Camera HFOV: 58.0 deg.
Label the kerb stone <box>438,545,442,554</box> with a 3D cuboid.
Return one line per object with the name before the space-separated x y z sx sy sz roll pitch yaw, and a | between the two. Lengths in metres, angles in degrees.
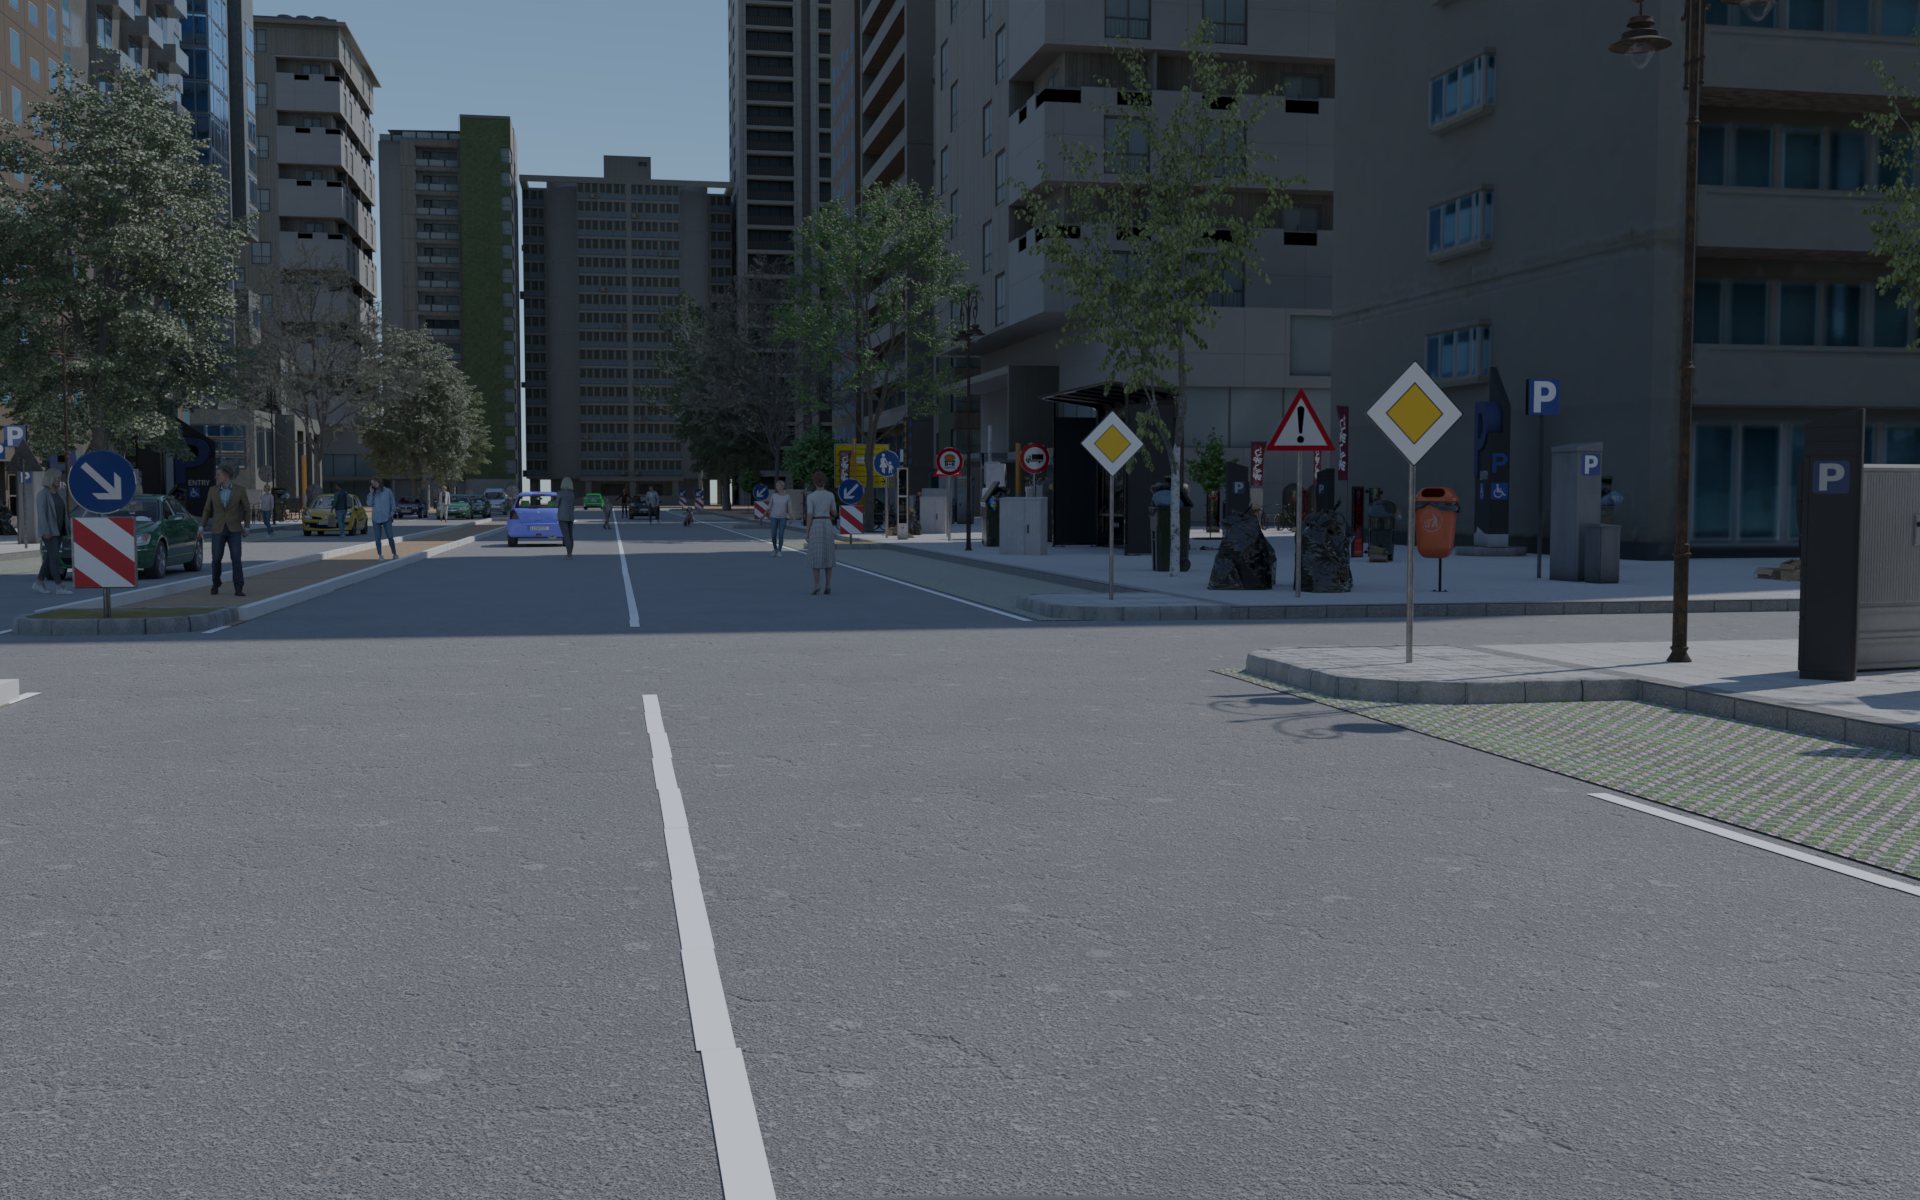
kerb stone | -12.476 -1.159 41.168 0.120 0.150 1.000 -1 4 -11

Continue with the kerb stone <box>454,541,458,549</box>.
kerb stone | -13.287 -1.402 45.208 0.120 0.150 1.000 -1 4 -11

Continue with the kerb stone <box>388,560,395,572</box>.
kerb stone | -10.645 -0.607 32.126 0.120 0.150 1.000 -1 4 -11

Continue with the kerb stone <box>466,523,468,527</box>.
kerb stone | -21.232 -3.159 73.926 0.120 0.150 1.000 -1 4 -11

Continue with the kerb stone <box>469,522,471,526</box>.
kerb stone | -21.636 -3.286 75.933 0.120 0.150 1.000 -1 4 -11

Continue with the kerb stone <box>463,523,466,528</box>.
kerb stone | -21.028 -3.100 72.911 0.120 0.150 1.000 -1 4 -11

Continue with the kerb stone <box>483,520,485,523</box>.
kerb stone | -23.264 -3.777 83.970 0.120 0.150 1.000 -1 4 -11

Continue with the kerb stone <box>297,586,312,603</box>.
kerb stone | -8.810 -0.050 23.070 0.120 0.150 1.000 -1 4 -11

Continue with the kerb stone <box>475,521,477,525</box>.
kerb stone | -22.250 -3.471 78.943 0.120 0.150 1.000 -1 4 -11

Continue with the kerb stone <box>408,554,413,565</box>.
kerb stone | -11.265 -0.790 35.154 0.120 0.150 1.000 -1 4 -11

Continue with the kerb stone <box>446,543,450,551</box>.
kerb stone | -12.883 -1.283 43.172 0.120 0.150 1.000 -1 4 -11

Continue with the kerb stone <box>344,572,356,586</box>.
kerb stone | -9.628 -0.299 27.086 0.120 0.150 1.000 -1 4 -11

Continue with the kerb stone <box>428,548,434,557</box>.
kerb stone | -12.060 -1.038 39.166 0.120 0.150 1.000 -1 4 -11

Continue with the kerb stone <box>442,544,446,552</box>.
kerb stone | -12.679 -1.222 42.170 0.120 0.150 1.000 -1 4 -11

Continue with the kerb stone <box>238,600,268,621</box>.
kerb stone | -8.206 0.131 20.053 0.120 0.150 1.000 -1 4 -11

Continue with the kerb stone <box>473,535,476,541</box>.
kerb stone | -14.510 -1.776 51.243 0.120 0.150 1.000 -1 4 -11

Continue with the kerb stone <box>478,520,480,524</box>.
kerb stone | -22.652 -3.594 80.955 0.120 0.150 1.000 -1 4 -11

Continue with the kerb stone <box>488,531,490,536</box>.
kerb stone | -15.724 -2.146 57.289 0.120 0.150 1.000 -1 4 -11

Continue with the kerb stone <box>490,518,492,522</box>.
kerb stone | -24.284 -4.085 88.993 0.120 0.150 1.000 -1 4 -11

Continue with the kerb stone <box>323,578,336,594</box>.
kerb stone | -9.212 -0.176 25.076 0.120 0.150 1.000 -1 4 -11

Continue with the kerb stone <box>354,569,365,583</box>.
kerb stone | -9.823 -0.361 28.090 0.120 0.150 1.000 -1 4 -11

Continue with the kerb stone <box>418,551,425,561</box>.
kerb stone | -11.659 -0.915 37.161 0.120 0.150 1.000 -1 4 -11

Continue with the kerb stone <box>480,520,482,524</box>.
kerb stone | -22.858 -3.651 81.957 0.120 0.150 1.000 -1 4 -11

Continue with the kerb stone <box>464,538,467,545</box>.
kerb stone | -13.894 -1.588 48.217 0.120 0.150 1.000 -1 4 -11

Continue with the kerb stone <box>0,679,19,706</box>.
kerb stone | -6.490 0.653 11.519 0.120 0.150 1.000 -1 4 -11

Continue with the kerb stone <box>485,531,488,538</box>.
kerb stone | -15.526 -2.084 56.269 0.120 0.150 1.000 -1 4 -11

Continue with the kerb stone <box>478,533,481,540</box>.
kerb stone | -14.912 -1.900 53.257 0.120 0.150 1.000 -1 4 -11

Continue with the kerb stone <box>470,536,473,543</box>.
kerb stone | -14.300 -1.715 50.235 0.120 0.150 1.000 -1 4 -11

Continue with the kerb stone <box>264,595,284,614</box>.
kerb stone | -8.410 0.071 21.055 0.120 0.150 1.000 -1 4 -11

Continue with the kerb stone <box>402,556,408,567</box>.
kerb stone | -11.049 -0.726 34.136 0.120 0.150 1.000 -1 4 -11

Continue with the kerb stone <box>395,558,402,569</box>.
kerb stone | -10.848 -0.669 33.132 0.120 0.150 1.000 -1 4 -11

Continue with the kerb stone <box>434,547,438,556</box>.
kerb stone | -12.268 -1.099 40.167 0.120 0.150 1.000 -1 4 -11

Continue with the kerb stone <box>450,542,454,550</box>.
kerb stone | -13.086 -1.345 44.190 0.120 0.150 1.000 -1 4 -11

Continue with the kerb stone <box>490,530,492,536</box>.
kerb stone | -15.930 -2.208 58.293 0.120 0.150 1.000 -1 4 -11

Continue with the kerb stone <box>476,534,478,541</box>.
kerb stone | -14.719 -1.837 52.249 0.120 0.150 1.000 -1 4 -11

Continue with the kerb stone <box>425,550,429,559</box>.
kerb stone | -11.867 -0.977 38.162 0.120 0.150 1.000 -1 4 -11

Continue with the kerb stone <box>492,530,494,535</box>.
kerb stone | -16.139 -2.269 59.296 0.120 0.150 1.000 -1 4 -11

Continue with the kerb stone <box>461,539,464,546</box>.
kerb stone | -13.688 -1.530 47.215 0.120 0.150 1.000 -1 4 -11

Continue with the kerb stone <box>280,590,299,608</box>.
kerb stone | -8.610 0.008 22.064 0.120 0.150 1.000 -1 4 -11

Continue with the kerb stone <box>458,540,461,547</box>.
kerb stone | -13.495 -1.468 46.208 0.120 0.150 1.000 -1 4 -11

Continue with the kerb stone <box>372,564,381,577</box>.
kerb stone | -10.234 -0.484 30.114 0.120 0.150 1.000 -1 4 -11

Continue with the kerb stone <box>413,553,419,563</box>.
kerb stone | -11.456 -0.854 36.159 0.120 0.150 1.000 -1 4 -11

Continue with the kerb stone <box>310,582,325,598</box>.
kerb stone | -9.012 -0.115 24.072 0.120 0.150 1.000 -1 4 -11

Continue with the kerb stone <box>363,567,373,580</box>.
kerb stone | -10.031 -0.422 29.103 0.120 0.150 1.000 -1 4 -11

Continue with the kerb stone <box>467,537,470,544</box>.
kerb stone | -14.099 -1.653 49.233 0.120 0.150 1.000 -1 4 -11

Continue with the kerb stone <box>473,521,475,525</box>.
kerb stone | -22.055 -3.401 77.940 0.120 0.150 1.000 -1 4 -11

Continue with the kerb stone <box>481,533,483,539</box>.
kerb stone | -15.114 -1.961 54.260 0.120 0.150 1.000 -1 4 -11

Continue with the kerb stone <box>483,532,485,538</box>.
kerb stone | -15.325 -2.019 55.261 0.120 0.150 1.000 -1 4 -11

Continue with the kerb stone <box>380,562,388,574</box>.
kerb stone | -10.443 -0.546 31.118 0.120 0.150 1.000 -1 4 -11

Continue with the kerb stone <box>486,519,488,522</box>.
kerb stone | -23.675 -3.901 85.980 0.120 0.150 1.000 -1 4 -11

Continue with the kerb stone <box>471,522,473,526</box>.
kerb stone | -21.846 -3.345 76.934 0.120 0.150 1.000 -1 4 -11

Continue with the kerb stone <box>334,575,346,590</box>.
kerb stone | -9.429 -0.237 26.075 0.120 0.150 1.000 -1 4 -11
